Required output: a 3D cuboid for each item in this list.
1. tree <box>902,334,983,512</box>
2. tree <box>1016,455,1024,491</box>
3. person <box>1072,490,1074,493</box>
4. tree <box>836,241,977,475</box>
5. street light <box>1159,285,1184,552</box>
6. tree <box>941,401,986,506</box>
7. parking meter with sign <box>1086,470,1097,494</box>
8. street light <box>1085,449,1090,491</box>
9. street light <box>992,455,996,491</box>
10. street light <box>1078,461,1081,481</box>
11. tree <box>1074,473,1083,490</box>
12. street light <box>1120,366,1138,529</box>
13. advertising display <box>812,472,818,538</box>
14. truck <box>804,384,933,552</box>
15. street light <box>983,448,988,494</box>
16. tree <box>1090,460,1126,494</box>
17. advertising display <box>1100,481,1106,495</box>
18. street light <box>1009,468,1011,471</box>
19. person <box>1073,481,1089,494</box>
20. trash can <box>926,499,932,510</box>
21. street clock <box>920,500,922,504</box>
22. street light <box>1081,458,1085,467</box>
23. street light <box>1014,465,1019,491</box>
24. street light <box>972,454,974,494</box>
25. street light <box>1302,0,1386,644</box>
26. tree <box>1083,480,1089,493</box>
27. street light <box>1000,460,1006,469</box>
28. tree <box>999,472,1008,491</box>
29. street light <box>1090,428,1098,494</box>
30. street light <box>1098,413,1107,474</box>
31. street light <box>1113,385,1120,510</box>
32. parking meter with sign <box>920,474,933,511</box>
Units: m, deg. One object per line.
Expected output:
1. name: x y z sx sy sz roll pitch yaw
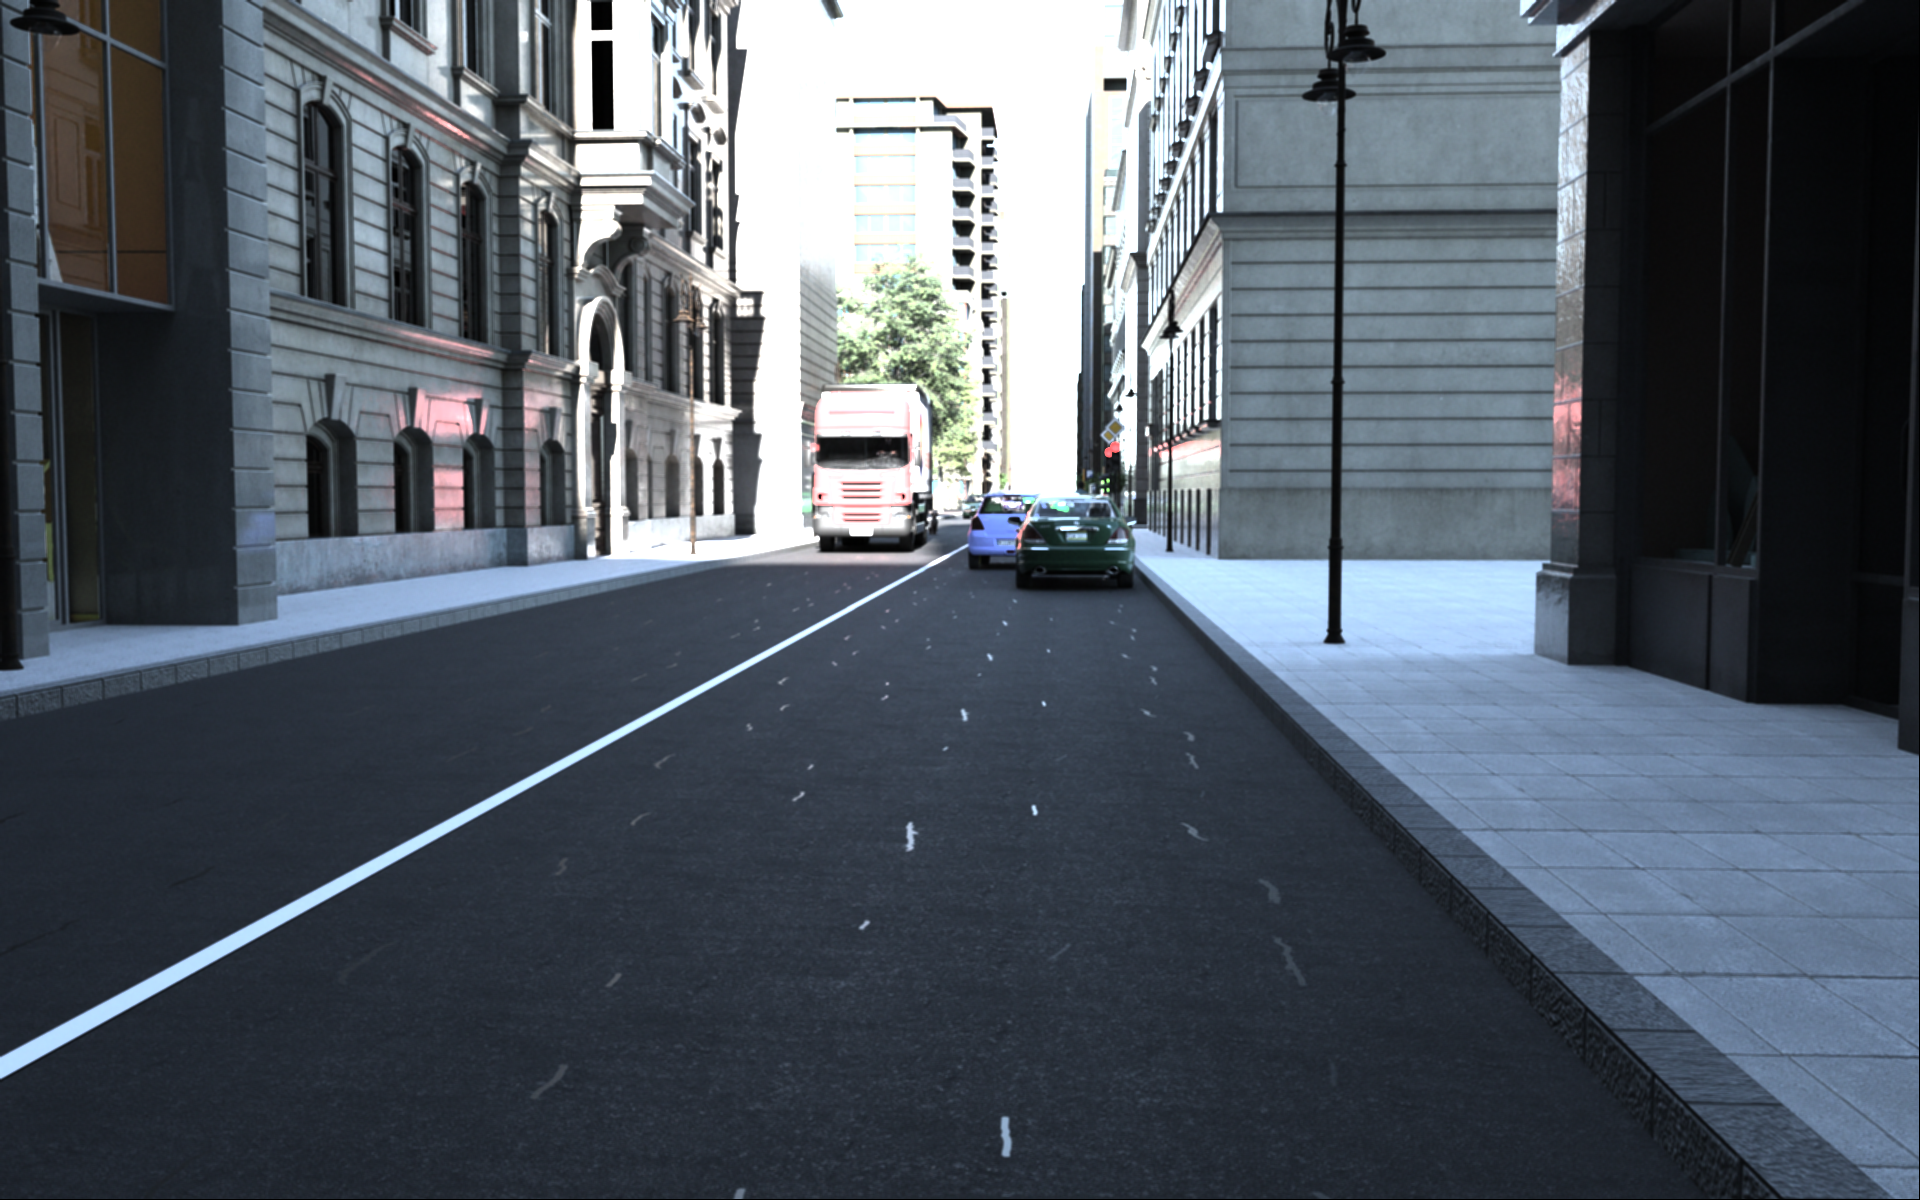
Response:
1. tree: -1.675 -12.443 121.563 7.486 12.596 7.792 0 3 0
2. tree: 9.566 -21.767 306.254 4.737 8.622 4.395 0 3 0
3. person: 9.468 -8.454 147.167 0.683 1.767 0.568 0 4 4
4. tree: -3.668 -11.155 89.043 9.857 13.997 8.962 0 3 0
5. street light: 4.679 -4.018 38.487 0.468 5.910 1.993 0 4 3
6. tree: 0.214 -11.386 136.526 4.360 8.622 3.978 0 3 0
7. parking meter with sign: 9.666 -7.937 126.031 0.543 3.016 1.738 -1 4 -13
8. street light: 11.251 -10.825 149.778 0.468 5.910 1.993 0 4 3
9. street light: 3.862 -13.640 195.796 0.468 5.910 1.993 0 4 3
10. street light: 14.074 -13.773 197.968 0.468 5.910 1.993 0 4 3
11. tree: 16.546 -15.008 229.096 4.285 4.588 4.351 0 3 0
12. street light: 6.156 -5.492 62.578 0.468 5.910 1.993 0 4 3
13. advertising display: -4.274 -2.803 51.043 0.123 1.923 0.974 0 4 -1
14. truck: -2.211 -3.511 46.325 2.839 4.237 11.283 0 4 2
15. street light: 2.509 -12.178 171.896 0.468 5.910 1.993 0 4 3
16. tree: 7.615 -5.564 85.573 1.663 3.219 1.824 0 3 0
17. advertising display: 6.685 -4.644 81.150 0.123 1.923 0.974 0 4 -4
18. street light: 7.378 -17.255 254.898 0.468 5.910 1.993 0 4 3
19. person: 3.661 -2.702 52.699 0.660 1.820 0.620 -1 4 -18
20. trash can: -2.465 -7.843 139.892 0.748 1.137 0.748 0 3 0
21. street clock: -2.479 -6.562 111.858 0.471 2.002 0.358 2 4 25
22. street light: 12.608 -12.290 173.723 0.468 5.910 1.993 0 4 3
23. street light: 8.771 -18.706 278.633 0.468 5.910 1.993 0 4 3
24. street light: 1.089 -10.726 148.163 0.468 5.910 1.993 0 4 3
25. street light: 3.228 -2.567 14.756 0.468 5.910 1.993 0 4 3
26. tree: 11.439 -9.351 147.486 1.663 3.219 1.824 0 3 0
27. street light: 5.891 -15.803 231.169 0.468 5.910 1.993 0 4 3
28. tree: 4.626 -14.701 224.071 4.285 4.588 4.351 0 3 0
29. street light: 9.529 -9.086 121.340 0.468 5.910 1.993 0 4 3
30. street light: 8.170 -7.610 97.210 0.468 5.910 1.993 0 4 3
31. street light: 6.744 -6.158 73.477 0.468 5.910 1.993 0 4 3
32. parking meter with sign: -2.947 -8.335 132.538 1.738 3.016 0.543 0 3 0
